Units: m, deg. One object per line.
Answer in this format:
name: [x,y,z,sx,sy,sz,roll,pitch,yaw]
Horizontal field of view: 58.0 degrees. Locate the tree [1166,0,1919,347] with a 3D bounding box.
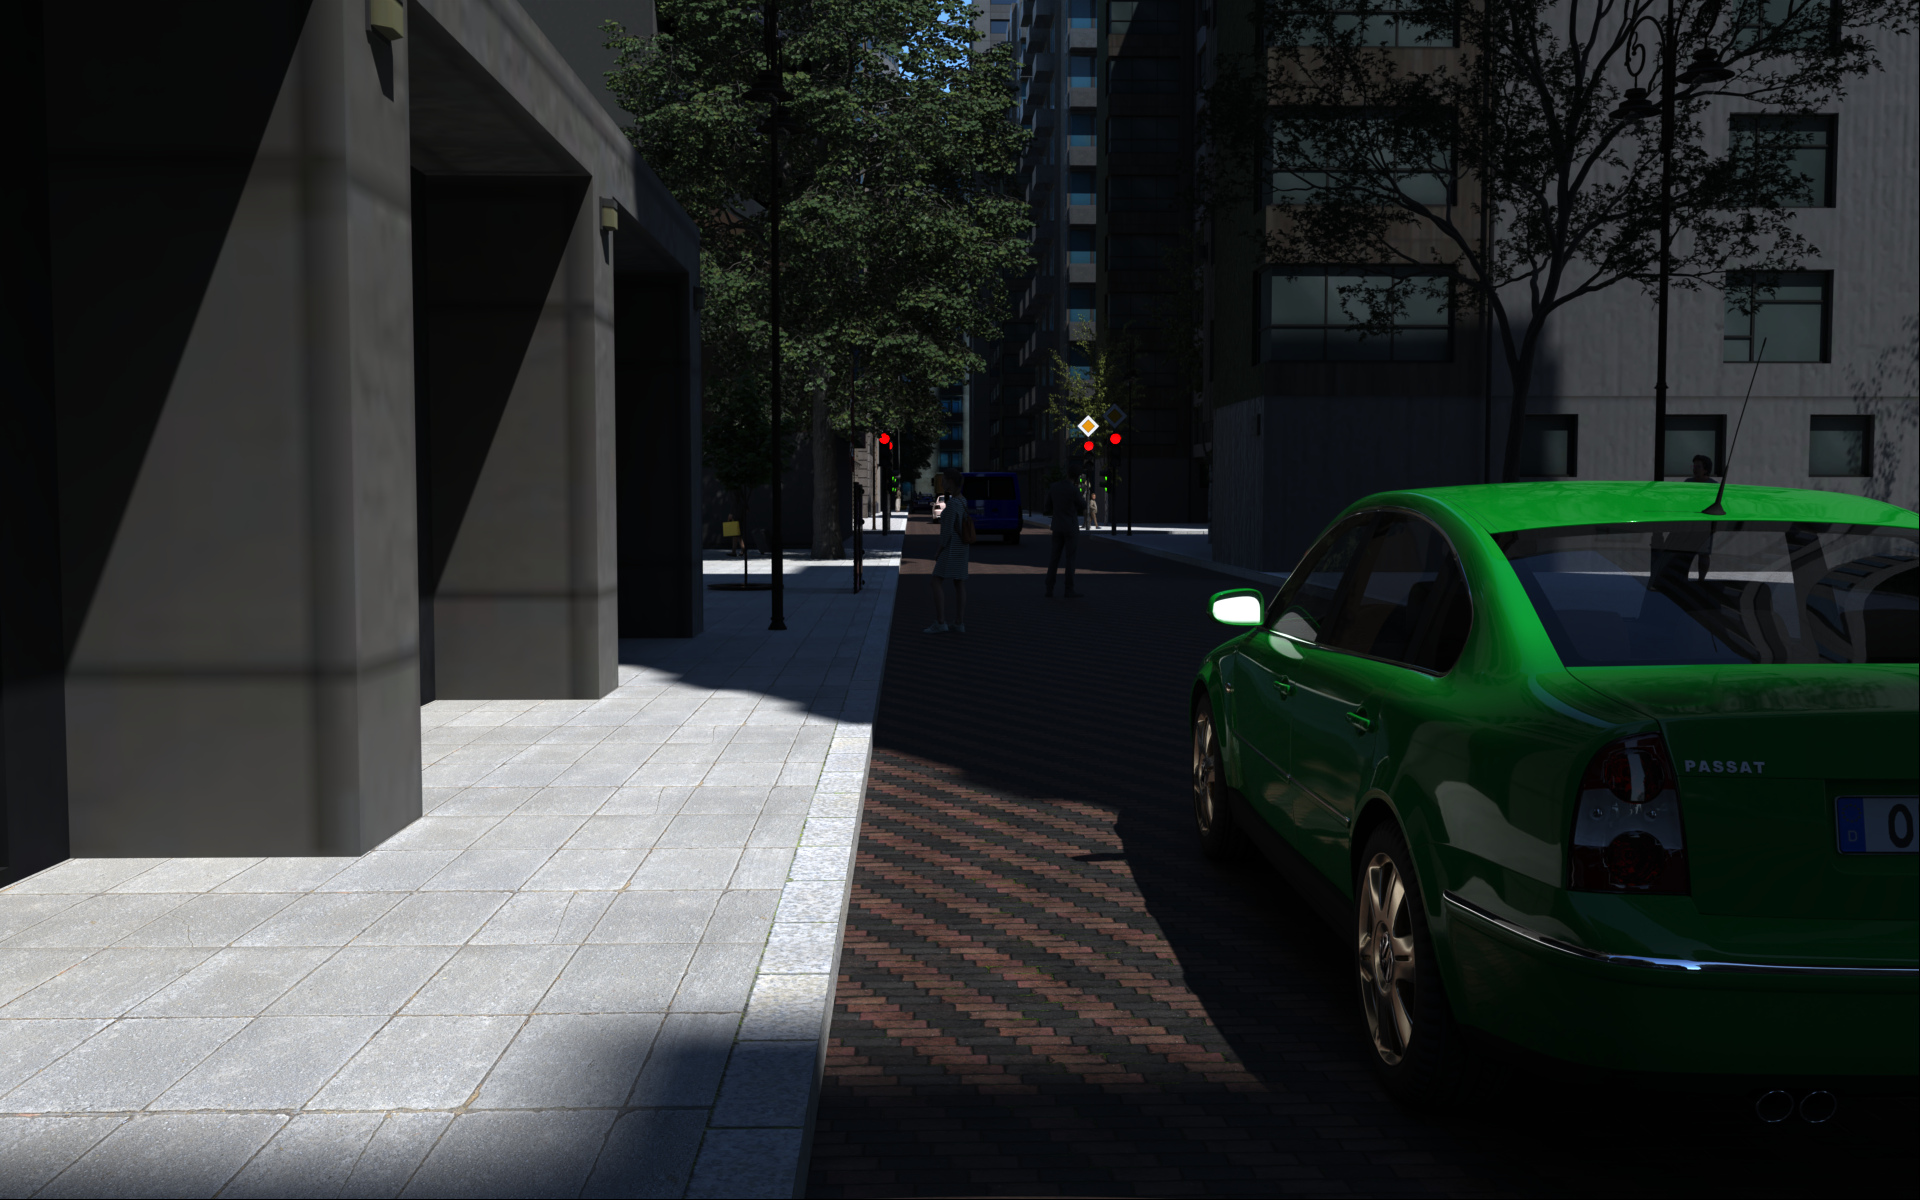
tree: [6.567,-5.269,20.554,8.767,10.594,7.601,1,4,12]

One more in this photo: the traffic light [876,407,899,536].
traffic light: [-2.304,-3.942,53.374,0.839,4.253,0.868,0,4,-2]

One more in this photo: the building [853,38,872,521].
building: [-12.125,-14.805,75.344,16.112,22.955,30.059,0,4,-2]

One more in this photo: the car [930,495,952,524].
car: [-0.412,-4.417,84.584,2.083,1.381,4.827,0,4,0]

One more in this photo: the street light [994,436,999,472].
street light: [2.840,-9.988,136.098,0.468,5.910,1.993,0,4,-2]

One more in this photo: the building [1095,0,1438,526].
building: [13.228,-18.978,81.999,14.160,30.474,14.107,0,4,-2]

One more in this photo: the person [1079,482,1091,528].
person: [4.653,-3.584,64.827,0.526,1.800,0.537,1,4,22]

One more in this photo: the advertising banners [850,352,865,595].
advertising banners: [-1.344,-1.608,22.474,0.090,3.025,2.074,0,4,1]

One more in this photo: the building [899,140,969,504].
building: [-7.970,-37.401,231.122,30.456,49.044,23.786,0,4,-2]

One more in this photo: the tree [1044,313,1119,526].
tree: [5.699,-7.282,69.426,4.737,8.622,4.395,0,3,0]

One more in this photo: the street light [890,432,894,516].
street light: [-4.022,-7.747,99.449,0.468,5.910,1.993,0,4,-2]

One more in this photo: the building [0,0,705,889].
building: [-12.472,-34.923,9.239,20.563,71.187,20.611,0,4,-2]

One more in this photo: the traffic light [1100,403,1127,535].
traffic light: [4.754,-3.955,53.588,0.839,4.253,0.868,0,4,-2]

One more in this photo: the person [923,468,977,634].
person: [-0.074,-0.516,17.942,0.522,1.701,0.512,1,4,15]

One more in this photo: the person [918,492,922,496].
person: [-4.792,-12.151,207.830,0.621,1.740,0.551,2,4,32]

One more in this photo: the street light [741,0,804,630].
street light: [-1.727,-2.656,16.221,0.468,5.910,1.993,0,4,-2]

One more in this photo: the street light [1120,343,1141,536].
street light: [5.222,-4.920,53.237,0.468,5.910,1.993,0,4,-2]

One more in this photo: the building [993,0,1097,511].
building: [14.482,-33.612,169.164,23.786,49.044,30.456,0,4,-2]

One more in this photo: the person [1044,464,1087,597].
person: [1.476,-0.969,24.157,0.655,1.846,0.447,2,4,32]

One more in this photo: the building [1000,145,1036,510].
building: [10.294,-22.928,146.577,14.160,30.474,14.107,0,4,-2]

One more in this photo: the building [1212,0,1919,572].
building: [11.775,-16.072,34.475,14.160,30.474,14.107,0,4,-2]

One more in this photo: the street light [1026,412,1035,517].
street light: [3.960,-7.626,97.475,0.468,5.910,1.993,0,4,-2]

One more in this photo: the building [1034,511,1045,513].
building: [15.665,-30.469,117.778,23.786,49.044,30.456,0,4,-2]

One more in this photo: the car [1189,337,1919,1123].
car: [1.856,0.205,5.445,1.959,1.807,4.718,0,4,-1]

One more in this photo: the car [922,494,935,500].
car: [-4.032,-12.394,212.228,1.945,1.707,3.694,0,4,0]

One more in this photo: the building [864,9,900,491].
building: [-16.319,-38.004,163.372,21.231,58.520,28.212,0,4,-2]

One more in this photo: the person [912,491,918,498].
person: [-5.245,-11.729,200.130,0.599,1.838,0.709,-3,5,-45]

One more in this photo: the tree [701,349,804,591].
tree: [-2.822,-1.752,23.239,1.663,3.219,1.824,0,3,0]

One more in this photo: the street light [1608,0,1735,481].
street light: [6.291,-2.612,15.491,0.468,5.910,1.993,0,4,-2]

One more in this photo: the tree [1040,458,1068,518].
tree: [5.072,-5.997,92.646,1.663,3.219,1.824,0,3,0]

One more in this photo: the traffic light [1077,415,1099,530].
traffic light: [4.529,-4.443,61.570,0.839,4.253,0.868,0,4,-2]

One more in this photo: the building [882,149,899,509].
building: [-12.161,-22.723,143.216,14.160,30.474,14.107,0,4,-2]

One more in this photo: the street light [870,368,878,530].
street light: [-3.070,-5.438,61.700,0.468,5.910,1.993,0,4,-2]

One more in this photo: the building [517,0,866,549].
building: [-9.849,-24.200,45.784,14.200,45.320,14.600,0,4,-2]

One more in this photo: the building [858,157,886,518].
building: [-11.073,-15.940,102.423,13.314,21.916,24.055,0,4,-2]

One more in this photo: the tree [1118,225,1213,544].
tree: [6.717,-5.760,44.542,4.737,8.622,4.395,0,3,0]

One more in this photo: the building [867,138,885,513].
building: [-11.944,-20.707,124.460,13.634,28.700,20.117,0,4,-2]

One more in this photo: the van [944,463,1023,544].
van: [0.706,-2.850,50.974,2.240,2.365,5.245,0,4,-2]

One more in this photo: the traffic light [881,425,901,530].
traffic light: [-2.529,-4.430,61.356,0.839,4.253,0.868,0,4,-2]

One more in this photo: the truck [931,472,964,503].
truck: [-0.898,-9.665,153.938,3.469,3.379,9.791,0,4,0]

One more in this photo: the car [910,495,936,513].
car: [-2.781,-7.145,129.403,1.945,1.354,3.894,0,4,-2]

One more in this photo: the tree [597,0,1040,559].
tree: [-2.599,-7.785,33.940,9.857,13.997,8.962,0,3,0]

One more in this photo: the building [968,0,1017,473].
building: [11.531,-40.128,198.083,21.231,58.520,28.212,0,4,-2]

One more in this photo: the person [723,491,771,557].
person: [-4.381,-1.813,35.897,0.699,1.804,1.509,3,5,41]

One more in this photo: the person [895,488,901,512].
person: [-4.375,-7.042,121.735,0.362,1.759,0.519,2,4,27]

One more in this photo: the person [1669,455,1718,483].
person: [9.298,-0.961,22.117,0.532,1.782,0.716,-3,5,-41]

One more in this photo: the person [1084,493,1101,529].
person: [4.891,-3.265,63.692,0.640,1.303,0.475,0,4,6]
